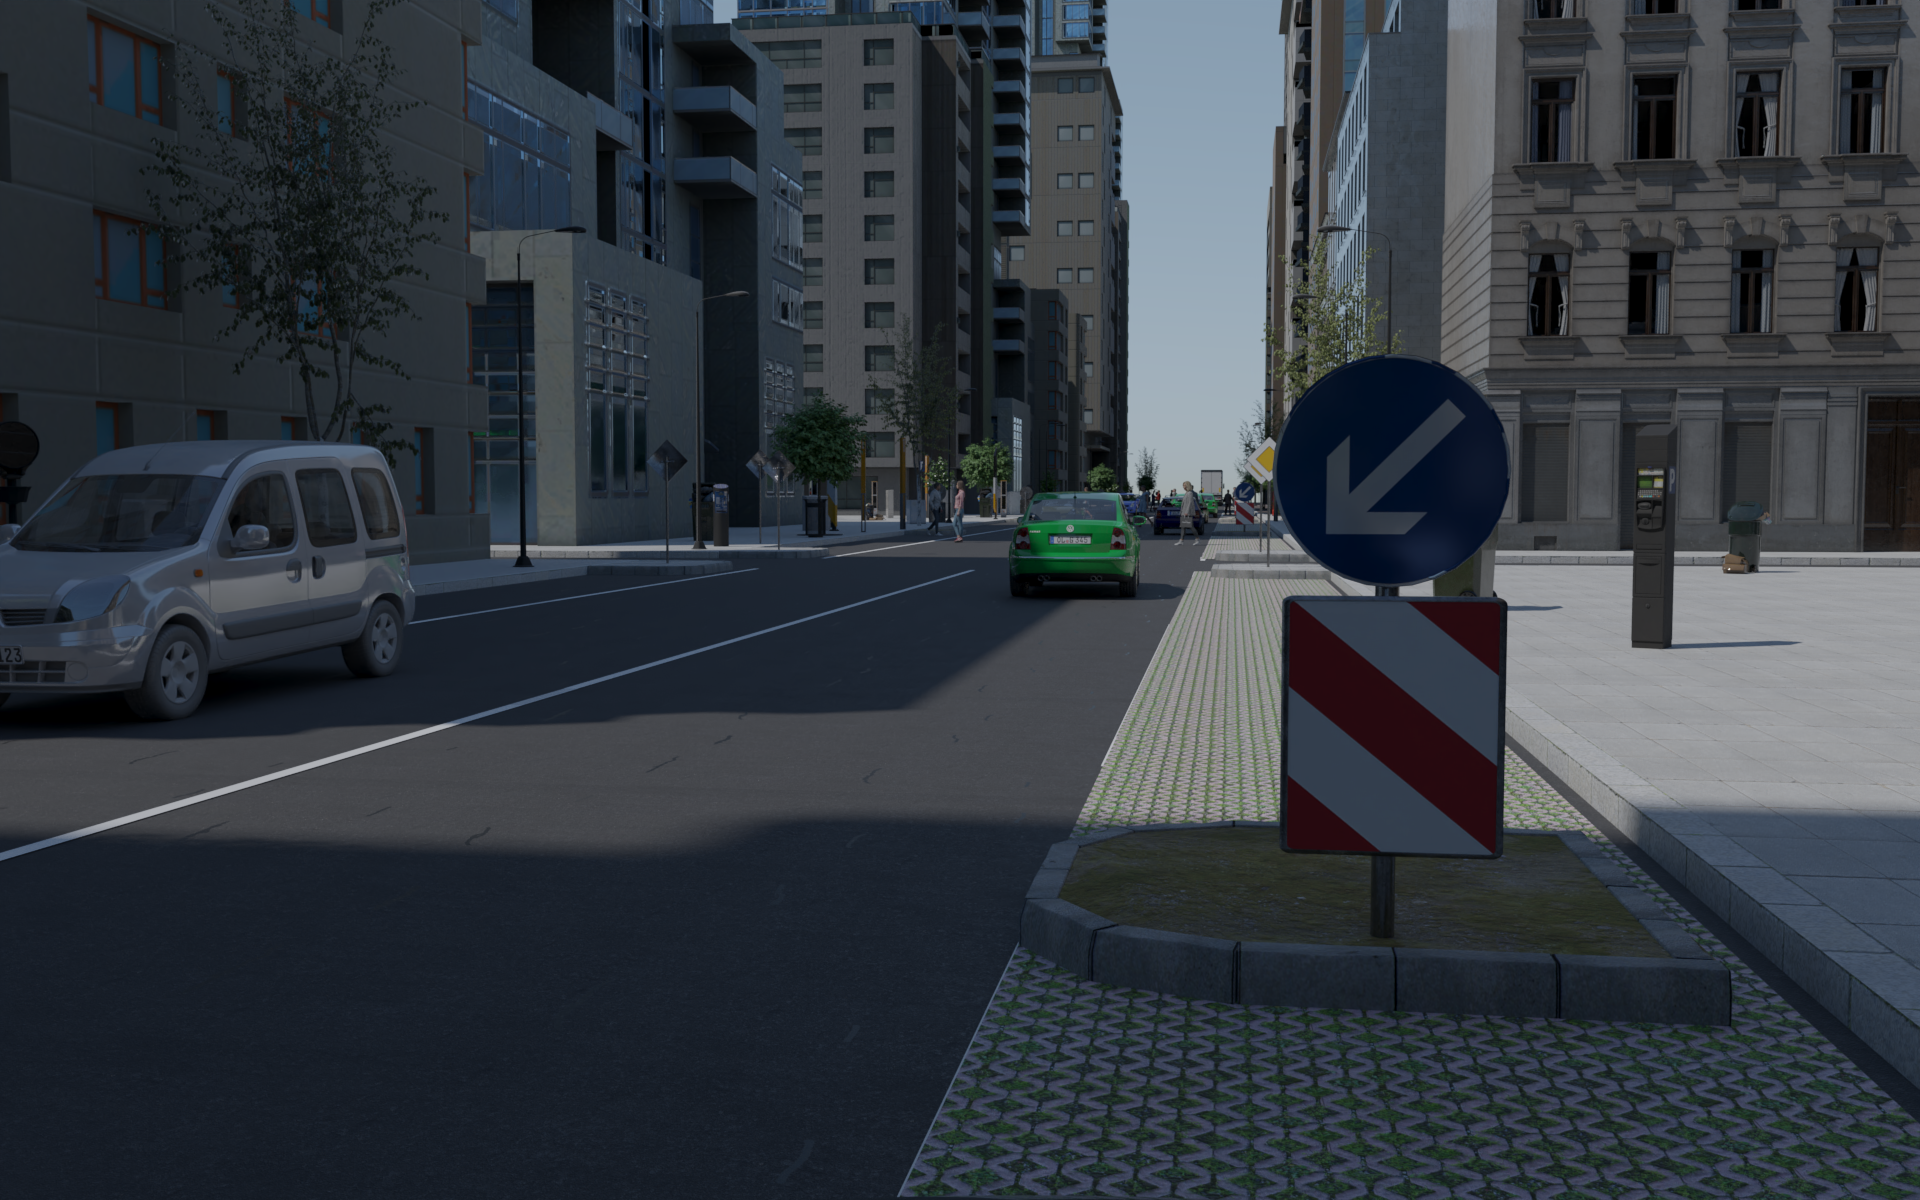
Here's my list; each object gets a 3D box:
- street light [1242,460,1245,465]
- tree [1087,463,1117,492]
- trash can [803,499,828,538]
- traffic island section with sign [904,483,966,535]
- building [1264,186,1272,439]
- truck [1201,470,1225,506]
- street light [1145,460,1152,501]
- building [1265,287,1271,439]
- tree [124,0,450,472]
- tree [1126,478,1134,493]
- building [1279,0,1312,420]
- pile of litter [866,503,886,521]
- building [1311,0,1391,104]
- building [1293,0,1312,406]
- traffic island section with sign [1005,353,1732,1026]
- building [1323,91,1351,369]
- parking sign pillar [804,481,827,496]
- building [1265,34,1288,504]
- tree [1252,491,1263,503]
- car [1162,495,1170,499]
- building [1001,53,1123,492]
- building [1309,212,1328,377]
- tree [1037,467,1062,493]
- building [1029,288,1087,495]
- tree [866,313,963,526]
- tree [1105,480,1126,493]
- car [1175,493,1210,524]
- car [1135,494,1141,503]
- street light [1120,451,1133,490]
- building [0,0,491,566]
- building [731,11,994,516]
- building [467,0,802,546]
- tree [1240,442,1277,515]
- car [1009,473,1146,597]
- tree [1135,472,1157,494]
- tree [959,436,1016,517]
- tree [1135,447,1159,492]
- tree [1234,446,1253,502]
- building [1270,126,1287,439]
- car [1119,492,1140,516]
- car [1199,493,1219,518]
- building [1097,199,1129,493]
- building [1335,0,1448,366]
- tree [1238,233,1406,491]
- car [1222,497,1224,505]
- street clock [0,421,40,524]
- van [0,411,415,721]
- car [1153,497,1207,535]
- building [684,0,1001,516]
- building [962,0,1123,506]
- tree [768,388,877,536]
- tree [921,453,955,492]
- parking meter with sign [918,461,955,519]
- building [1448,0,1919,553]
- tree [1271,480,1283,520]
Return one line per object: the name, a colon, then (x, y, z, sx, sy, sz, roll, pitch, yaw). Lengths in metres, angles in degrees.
street light: (33.192, -13.793, 198.061, 1.470, 5.913, 1.316, 1, 4, 9)
tree: (14.841, -12.124, 181.943, 4.285, 4.588, 4.351, 0, 3, 0)
trash can: (-4.272, -2.420, 51.212, 0.748, 1.137, 0.748, 0, 3, 0)
traffic island section with sign: (-0.828, -3.229, 61.416, 1.989, 1.847, 2.006, 1, 4, 9)
building: (56.264, -38.706, 256.539, 21.300, 48.544, 21.600, 1, 4, 9)
truck: (29.791, -13.195, 204.649, 2.839, 4.237, 11.283, 1, 4, 9)
street light: (24.774, -16.005, 234.214, 1.470, 5.913, 1.316, 1, 4, 9)
building: (49.441, -28.649, 240.119, 14.160, 30.474, 14.107, 1, 4, 9)
tree: (-8.849, -4.479, 23.601, 4.360, 8.622, 3.978, 0, 3, 0)
tree: (20.095, -13.005, 207.236, 1.663, 3.219, 1.824, 0, 3, 0)
building: (45.670, -35.420, 168.355, 28.713, 52.752, 27.495, 1, 4, 9)
pile of litter: (-4.167, -4.313, 84.484, 1.176, 0.858, 1.719, 3, 5, 40)
building: (31.677, -28.773, 120.541, 14.600, 45.320, 14.200, 1, 4, 9)
building: (38.809, -29.760, 141.199, 22.147, 44.769, 28.867, 1, 4, 9)
traffic island section with sign: (1.237, 0.178, 5.710, 1.989, 1.847, 2.006, 1, 4, 9)
building: (22.709, -14.294, 82.863, 9.793, 20.994, 18.267, 1, 4, 9)
parking sign pillar: (-6.979, -5.733, 82.203, 1.447, 3.967, 1.447, 0, 4, -4)
building: (49.600, -47.890, 221.245, 20.563, 71.187, 20.611, 1, 4, 9)
tree: (44.057, -16.220, 259.798, 1.663, 3.219, 1.824, 0, 3, 0)
car: (25.891, -12.290, 213.523, 1.945, 1.354, 3.894, 1, 4, 8)
building: (4.961, -38.221, 214.157, 28.713, 52.752, 27.495, 1, 4, 9)
building: (26.151, -14.479, 101.352, 10.561, 19.102, 19.286, 1, 4, 9)
tree: (6.310, -7.951, 124.593, 1.663, 3.219, 1.824, 0, 3, 0)
building: (-3.106, -19.409, 162.370, 27.650, 21.520, 28.899, 1, 4, 9)
tree: (-1.670, -7.294, 69.615, 4.360, 8.622, 3.978, 0, 3, 0)
tree: (16.380, -11.676, 185.503, 1.663, 3.219, 1.824, 0, 3, 0)
car: (11.320, -4.688, 85.444, 1.959, 1.807, 4.718, 1, 4, 10)
car: (18.370, -10.571, 182.619, 2.009, 1.686, 4.222, 1, 4, 9)
street light: (19.073, -13.772, 197.720, 1.470, 5.913, 1.316, 1, 4, 9)
building: (-25.720, -10.841, 22.283, 28.899, 21.520, 27.650, 1, 4, 9)
building: (-5.795, -20.583, 108.239, 14.160, 30.474, 14.107, 1, 4, 9)
building: (-18.041, -45.515, 56.845, 22.319, 86.520, 31.000, 1, 4, 9)
tree: (19.866, -7.643, 108.673, 4.285, 4.588, 4.351, 0, 3, 0)
car: (1.758, -1.026, 25.578, 1.959, 1.807, 4.718, 0, 4, 7)
tree: (27.097, -16.478, 253.125, 4.285, 4.588, 4.351, 0, 3, 0)
tree: (1.594, -6.948, 97.308, 4.285, 4.588, 4.351, 0, 3, 0)
tree: (28.763, -19.238, 264.903, 4.737, 8.622, 4.395, 0, 3, 0)
tree: (43.825, -19.157, 263.582, 4.360, 8.622, 3.978, 0, 3, 0)
building: (44.033, -33.958, 205.320, 14.600, 45.320, 14.200, 1, 4, 9)
car: (11.145, -6.537, 116.466, 1.945, 1.707, 3.694, 1, 4, 11)
car: (14.732, -5.890, 105.095, 1.959, 1.807, 4.718, 0, 4, 8)
building: (15.453, -33.733, 235.122, 14.154, 41.232, 14.086, 1, 4, 9)
building: (19.905, -12.855, 64.937, 10.420, 20.320, 16.860, 1, 4, 9)
tree: (10.511, -5.997, 48.408, 4.737, 8.622, 4.395, 0, 3, 0)
car: (33.053, -12.937, 223.519, 2.014, 1.417, 4.499, 0, 4, 7)
street clock: (-9.461, -0.779, 17.304, 0.358, 2.002, 0.471, 3, 5, 42)
van: (-5.530, -0.327, 12.365, 2.013, 2.044, 4.112, 1, 4, 10)
car: (7.855, -3.019, 61.947, 1.945, 1.354, 3.894, 1, 4, 9)
building: (-5.149, -50.017, 130.448, 22.319, 86.520, 31.000, 1, 4, 9)
building: (14.091, -57.748, 256.846, 22.319, 86.520, 31.000, 1, 4, 9)
tree: (-4.271, -4.281, 53.700, 4.285, 4.588, 4.351, 0, 3, 0)
tree: (-1.040, -5.309, 81.396, 1.663, 3.219, 1.824, 0, 3, 0)
parking meter with sign: (-1.285, -5.799, 91.075, 1.738, 3.016, 0.543, 2, 4, 26)
building: (21.373, -11.785, 41.841, 18.267, 20.994, 9.793, 1, 4, 9)
tree: (16.598, -5.634, 86.724, 1.663, 3.219, 1.824, 0, 3, 0)
